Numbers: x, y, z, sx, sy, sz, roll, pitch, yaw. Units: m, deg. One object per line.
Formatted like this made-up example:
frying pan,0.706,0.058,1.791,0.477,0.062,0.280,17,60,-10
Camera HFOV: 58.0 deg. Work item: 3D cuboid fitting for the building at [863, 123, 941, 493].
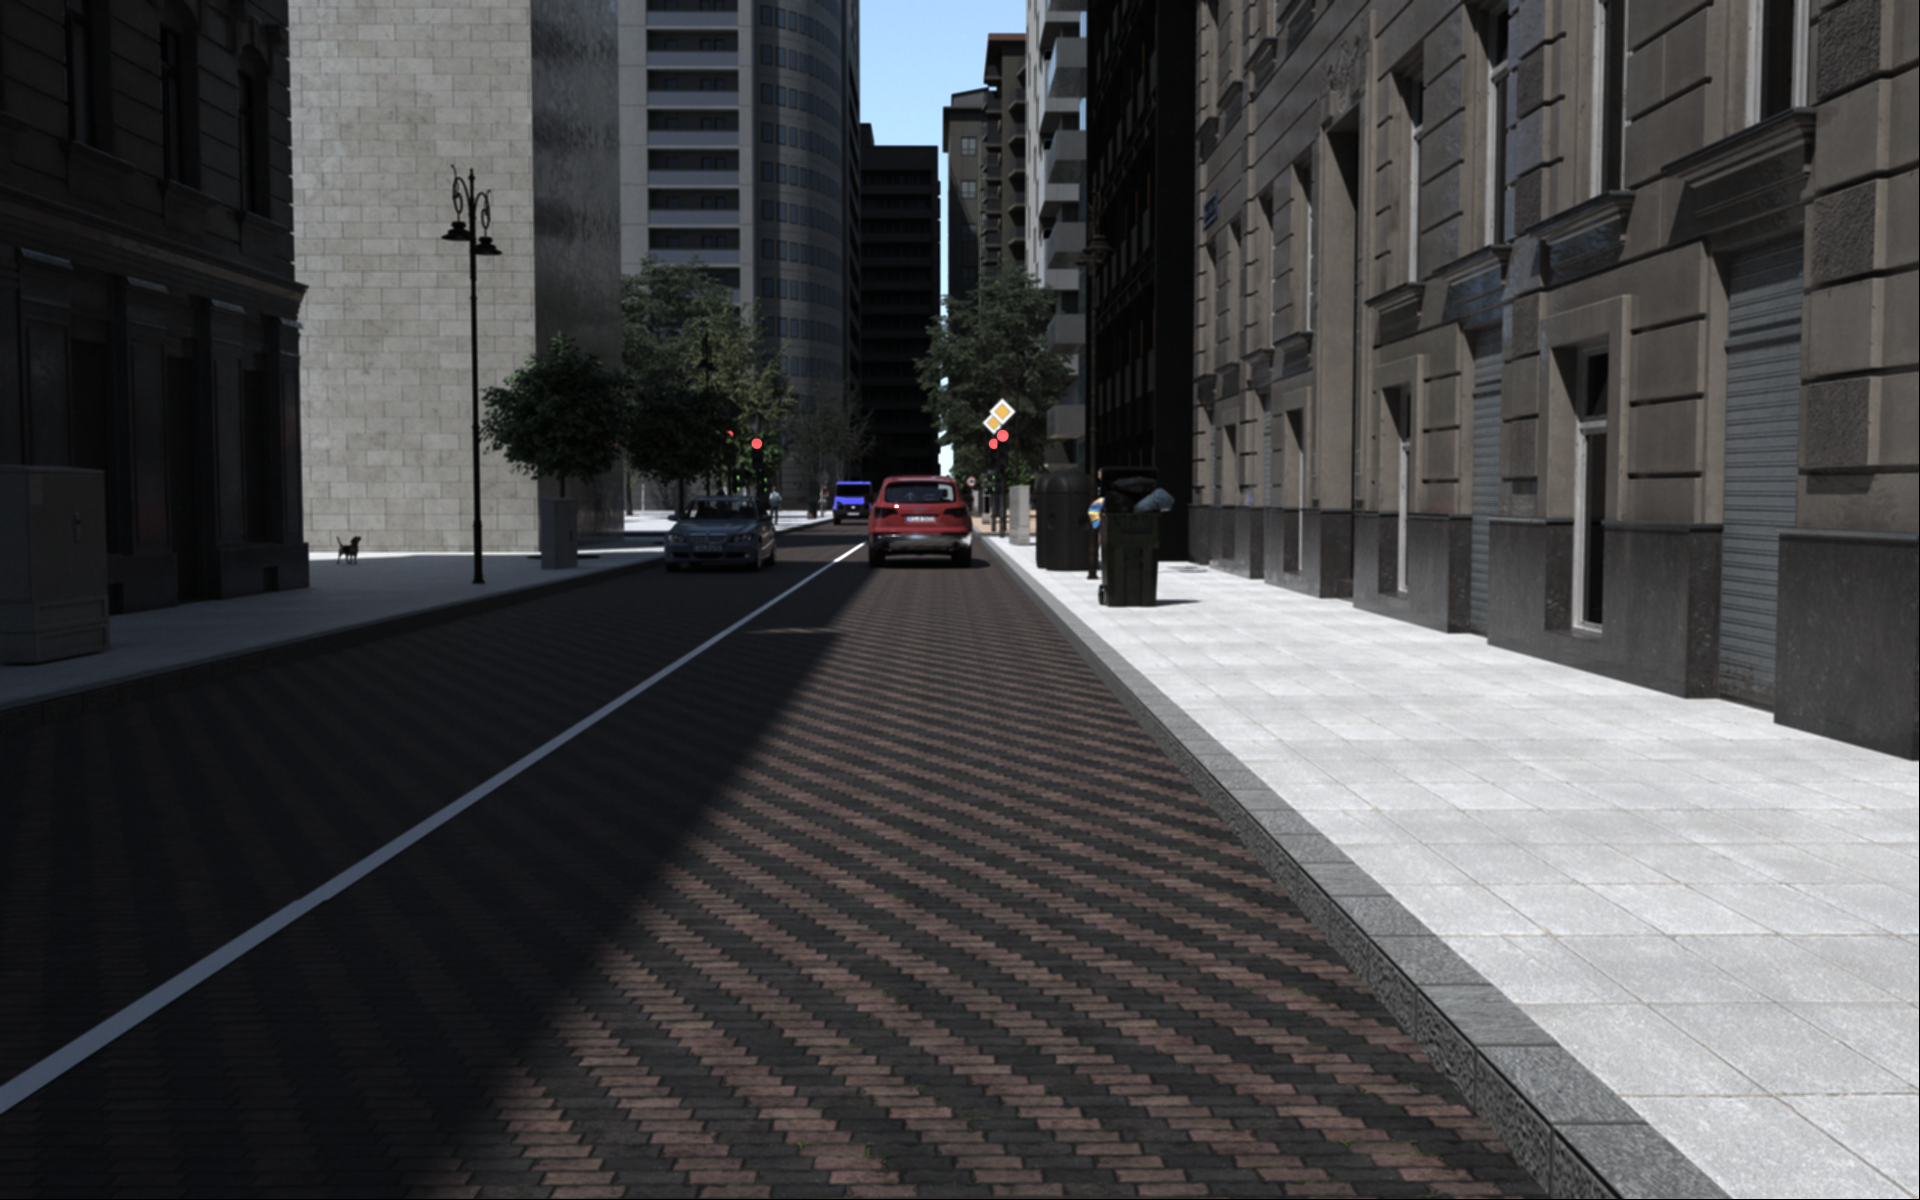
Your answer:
building,-13.374,-37.048,229.440,21.600,48.544,21.300,0,4,-1

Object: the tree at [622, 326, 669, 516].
tree,-19.719,-10.794,102.237,9.928,11.665,9.643,0,3,0

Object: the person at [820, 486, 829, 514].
person,-8.614,-6.341,109.696,0.573,1.828,0.580,1,4,13

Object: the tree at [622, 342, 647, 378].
tree,-25.053,-12.690,117.849,12.009,13.543,11.850,0,3,0

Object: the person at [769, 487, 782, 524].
person,-7.848,-4.005,73.332,0.589,1.601,0.330,-2,4,-25

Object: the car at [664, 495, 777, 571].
car,-4.581,-1.320,33.581,2.014,1.417,4.499,0,4,0

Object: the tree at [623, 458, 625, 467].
tree,-21.738,-9.678,108.599,4.360,8.622,3.978,0,3,0

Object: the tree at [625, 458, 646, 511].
tree,-23.928,-11.049,131.018,4.737,8.622,4.395,0,3,0

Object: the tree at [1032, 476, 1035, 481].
tree,2.988,-5.598,86.130,1.663,3.219,1.824,0,3,0

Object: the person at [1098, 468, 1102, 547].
person,2.967,-1.785,35.329,0.778,1.811,0.616,0,4,3

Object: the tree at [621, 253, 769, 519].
tree,-14.728,-11.228,90.229,9.857,13.997,8.962,0,3,0

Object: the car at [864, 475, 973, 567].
car,-0.837,-1.637,35.444,2.281,1.827,5.304,0,4,-2

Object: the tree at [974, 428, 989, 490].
tree,2.024,-11.533,138.934,4.360,8.622,3.978,0,3,0

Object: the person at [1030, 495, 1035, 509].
person,6.308,-8.555,149.139,0.991,1.433,0.599,1,4,17

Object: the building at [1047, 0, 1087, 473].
building,18.825,-27.570,70.379,30.456,49.044,23.786,0,4,-1

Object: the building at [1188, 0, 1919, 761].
building,10.068,-13.602,19.649,12.463,27.353,25.104,0,4,-1

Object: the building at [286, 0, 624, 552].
building,-17.779,-11.499,42.755,16.860,20.320,10.420,0,4,-1

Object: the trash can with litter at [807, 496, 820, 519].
trash can with litter,-7.621,-4.789,89.682,0.624,1.170,1.055,0,4,2

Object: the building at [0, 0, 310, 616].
building,-13.544,-10.099,14.270,9.793,20.994,18.267,0,4,-1

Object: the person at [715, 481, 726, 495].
person,-7.606,-2.841,54.721,0.755,1.850,0.659,0,4,3

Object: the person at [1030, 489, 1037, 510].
person,5.989,-8.192,140.700,1.217,1.735,0.721,-2,4,-26

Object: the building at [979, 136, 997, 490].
building,9.198,-31.631,200.766,14.154,41.232,14.086,0,4,-1

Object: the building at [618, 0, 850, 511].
building,-20.625,-36.993,146.832,21.231,58.520,28.212,0,4,-1

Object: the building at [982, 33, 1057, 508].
building,13.298,-31.210,164.907,22.147,44.769,28.867,0,4,-1

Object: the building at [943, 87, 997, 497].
building,11.451,-39.389,233.243,27.495,52.752,28.713,0,4,-1

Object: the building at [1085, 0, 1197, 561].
building,9.752,-12.876,40.199,12.332,23.373,15.834,0,4,-1

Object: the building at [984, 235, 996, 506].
building,9.583,-25.385,186.748,14.160,30.474,14.107,0,4,-1

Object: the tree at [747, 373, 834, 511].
tree,-13.270,-11.833,127.883,8.767,10.594,7.601,0,4,-3

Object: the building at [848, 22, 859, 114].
building,-21.107,-33.537,172.038,21.300,48.544,21.600,0,4,-1

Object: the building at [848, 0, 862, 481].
building,-22.013,-46.397,196.841,20.611,71.187,20.563,0,4,-1

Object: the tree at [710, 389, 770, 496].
tree,-13.605,-9.784,110.323,4.360,8.622,3.978,0,3,0

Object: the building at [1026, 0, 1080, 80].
building,18.459,-32.267,116.798,28.713,52.752,27.495,0,4,-1

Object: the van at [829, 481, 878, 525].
van,-5.004,-4.743,81.928,2.240,2.365,5.245,0,4,-2

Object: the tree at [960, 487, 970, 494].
tree,0.549,-12.586,200.385,1.663,3.219,1.824,0,3,0
